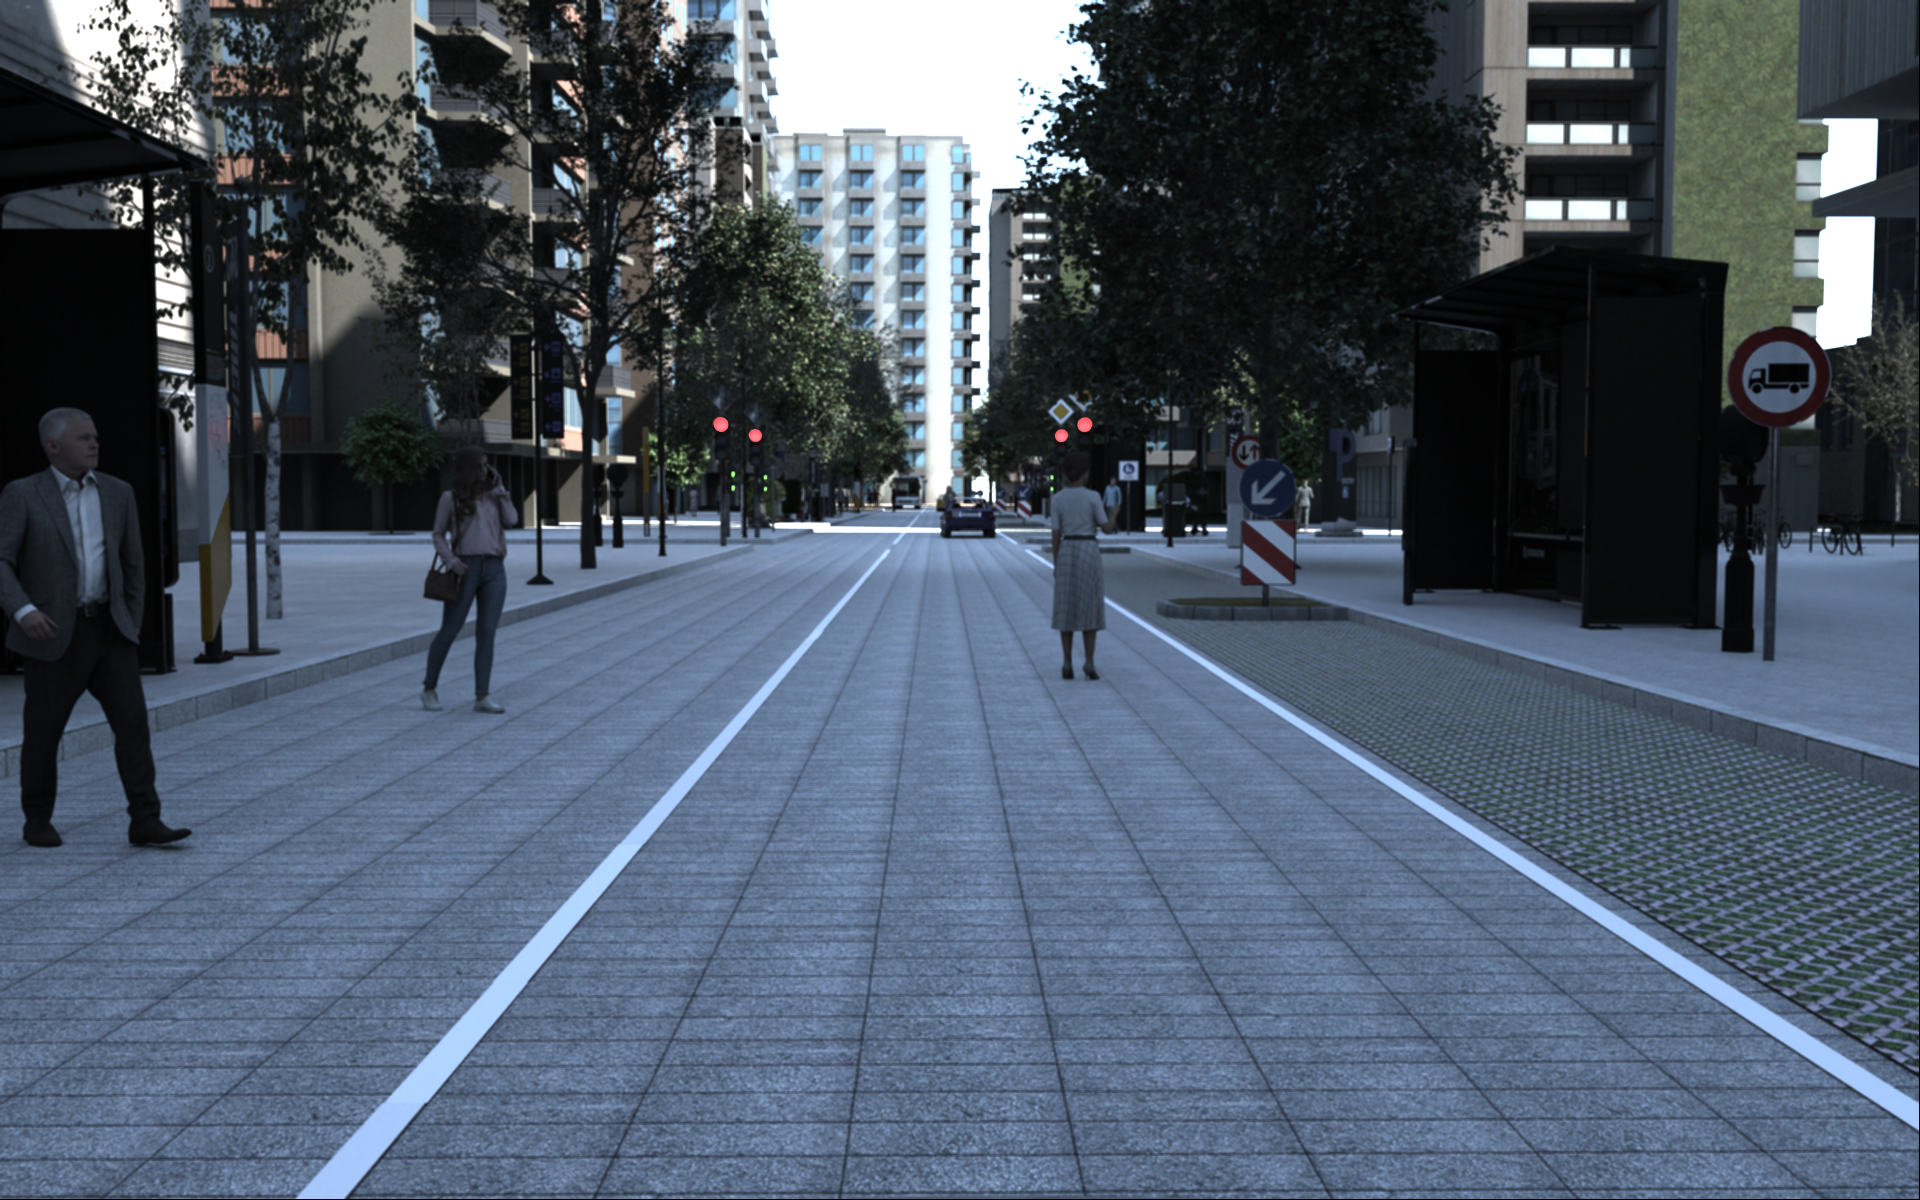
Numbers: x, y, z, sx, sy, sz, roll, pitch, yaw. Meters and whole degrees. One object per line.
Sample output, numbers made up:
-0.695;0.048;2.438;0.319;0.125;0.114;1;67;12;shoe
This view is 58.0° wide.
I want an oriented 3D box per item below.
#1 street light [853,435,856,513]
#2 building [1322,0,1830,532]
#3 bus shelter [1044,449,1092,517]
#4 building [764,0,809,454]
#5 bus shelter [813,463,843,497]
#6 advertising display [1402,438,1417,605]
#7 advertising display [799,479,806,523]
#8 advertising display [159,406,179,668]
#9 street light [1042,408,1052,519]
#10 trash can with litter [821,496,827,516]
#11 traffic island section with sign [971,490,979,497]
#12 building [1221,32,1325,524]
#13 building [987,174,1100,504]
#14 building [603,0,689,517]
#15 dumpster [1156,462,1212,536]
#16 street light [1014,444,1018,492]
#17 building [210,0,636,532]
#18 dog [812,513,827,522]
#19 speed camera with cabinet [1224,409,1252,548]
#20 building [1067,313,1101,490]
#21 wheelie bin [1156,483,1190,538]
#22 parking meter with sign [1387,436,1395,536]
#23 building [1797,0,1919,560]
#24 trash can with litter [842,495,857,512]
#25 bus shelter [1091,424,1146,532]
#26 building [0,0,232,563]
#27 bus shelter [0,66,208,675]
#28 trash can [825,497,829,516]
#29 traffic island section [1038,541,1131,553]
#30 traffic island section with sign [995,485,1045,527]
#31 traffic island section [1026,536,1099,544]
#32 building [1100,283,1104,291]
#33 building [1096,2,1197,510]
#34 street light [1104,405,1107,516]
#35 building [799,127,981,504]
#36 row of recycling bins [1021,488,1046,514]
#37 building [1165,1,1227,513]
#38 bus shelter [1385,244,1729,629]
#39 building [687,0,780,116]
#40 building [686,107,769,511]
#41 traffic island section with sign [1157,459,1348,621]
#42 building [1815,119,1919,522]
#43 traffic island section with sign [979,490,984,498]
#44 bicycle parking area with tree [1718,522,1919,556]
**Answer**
-7.228;-8.920;118.633;0.468;5.910;1.993;0;4;-1;street light
21.867;-23.257;63.839;14.086;41.232;14.154;0;4;-1;building
5.025;-5.259;79.905;2.014;3.302;5.546;0;4;-1;bus shelter
-31.740;-53.107;180.977;31.000;86.520;22.319;0;4;-1;building
-8.963;-7.464;115.952;2.014;3.302;5.546;0;4;-1;bus shelter
5.270;-0.925;20.334;0.123;1.923;0.974;1;4;12;advertising display
-6.933;-4.345;76.247;0.123;1.923;0.974;0;4;4;advertising display
-6.276;-0.460;12.741;0.974;1.923;0.123;0;4;-6;advertising display
4.536;-7.205;90.584;0.468;5.910;1.993;0;4;-1;street light
-8.129;-5.419;99.988;0.624;1.170;1.055;-2;4;-33;trash can with litter
1.328;-10.511;180.480;1.989;1.847;2.006;0;4;-1;traffic island section with sign
20.274;-26.293;79.994;14.600;45.320;14.200;0;4;-1;building
10.744;-33.056;224.060;14.086;41.232;14.154;0;4;-1;building
-24.098;-27.713;103.219;14.600;45.320;14.200;0;4;-1;building
6.934;-3.124;53.569;1.502;2.255;1.985;0;4;-1;dumpster
4.029;-9.304;124.902;0.468;5.910;1.993;0;4;-1;street light
-25.926;-25.482;71.258;22.147;44.769;28.867;0;4;-1;building
-6.506;-3.803;79.913;0.550;0.427;0.748;-2;4;-28;dog
6.595;-2.850;40.926;0.660;3.252;2.038;1;4;11;speed camera with cabinet
25.365;-20.471;179.734;27.650;21.520;28.899;0;4;-1;building
6.286;-2.647;51.183;0.980;1.594;0.693;0;4;-3;wheelie bin
13.821;-3.426;52.274;1.738;3.016;0.543;0;4;1;parking meter with sign
30.011;-26.361;20.235;28.713;52.752;27.495;0;4;-1;building
-7.919;-6.829;122.707;1.678;1.210;2.233;-3;5;-39;trash can with litter
5.415;-4.266;61.032;1.731;3.624;6.357;0;4;-1;bus shelter
-23.415;-11.011;29.184;18.267;20.994;9.793;0;4;-1;building
-6.120;-1.098;9.241;1.731;3.624;6.357;0;4;-1;bus shelter
-7.917;-5.500;101.585;0.748;1.137;0.748;0;3;0;trash can
3.075;-1.262;42.913;2.009;0.180;2.903;0;4;-1;traffic island section
2.656;-4.099;75.652;1.989;1.847;2.006;0;4;-1;traffic island section with sign
2.973;-1.750;50.898;2.009;0.180;2.903;0;4;-1;traffic island section
31.431;-39.306;231.883;27.495;52.752;28.713;0;4;-1;building
23.456;-32.394;149.246;23.786;49.044;30.456;0;4;-1;building
4.779;-5.137;56.778;0.468;5.910;1.993;0;4;-1;street light
-12.544;-37.259;228.796;30.456;49.044;23.786;0;4;-1;building
4.682;-6.322;110.476;1.069;1.692;3.534;1;4;21;row of recycling bins
25.667;-27.825;109.560;22.147;44.769;28.867;0;4;-1;building
6.412;-1.724;19.468;1.731;3.624;6.357;0;4;-1;bus shelter
-27.798;-32.701;154.263;23.786;49.044;30.456;0;4;-1;building
-22.293;-22.077;132.658;14.160;30.474;14.107;0;4;-1;building
3.364;-0.718;20.372;1.989;1.847;2.006;0;4;-1;traffic island section with sign
52.350;-46.159;67.378;31.000;86.520;22.319;0;4;-1;building
2.298;-5.814;103.693;1.989;1.847;2.006;0;4;-1;traffic island section with sign
20.720;-3.205;39.403;8.231;4.147;9.016;1;4;20;bicycle parking area with tree
